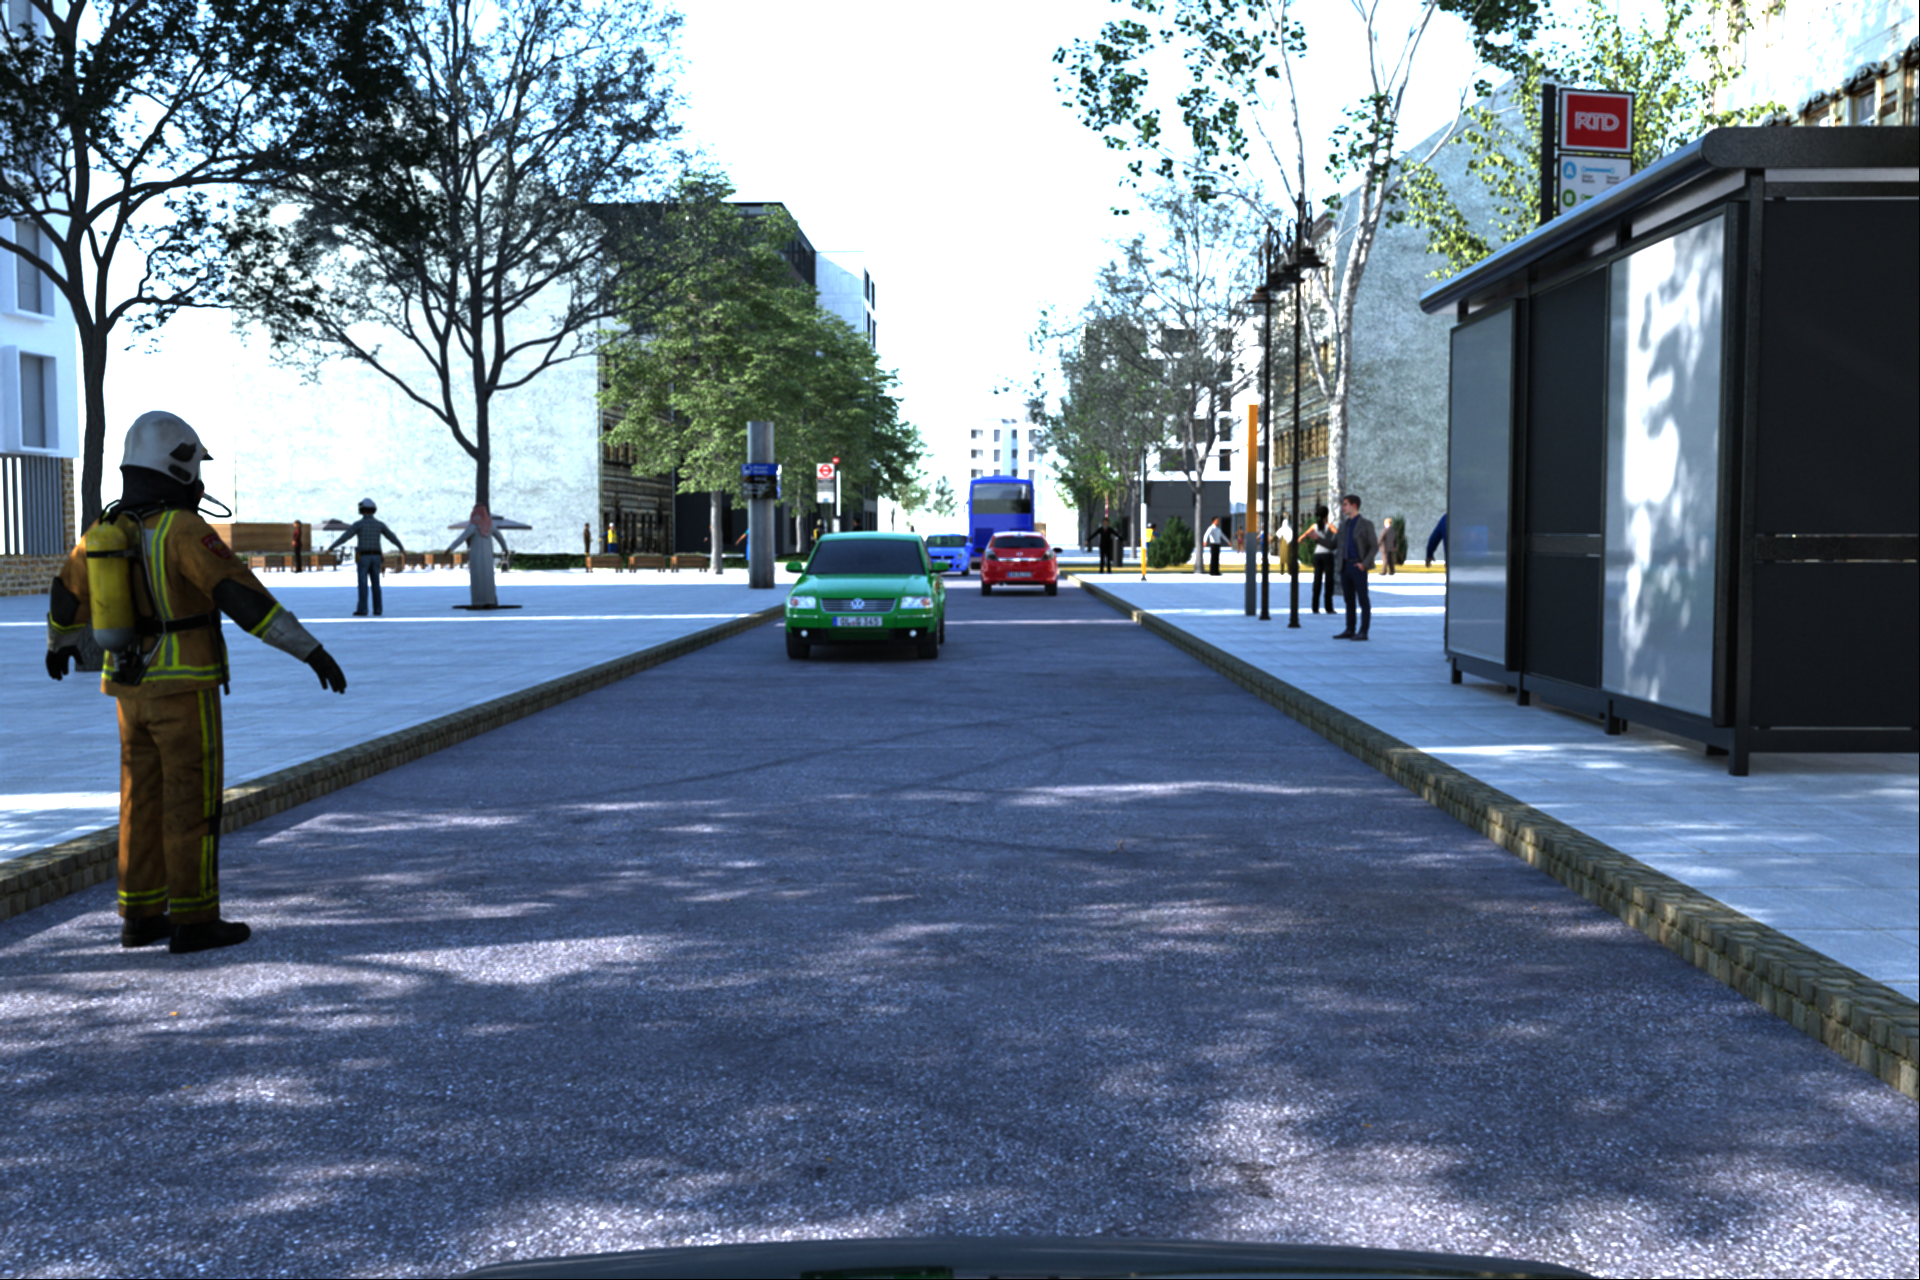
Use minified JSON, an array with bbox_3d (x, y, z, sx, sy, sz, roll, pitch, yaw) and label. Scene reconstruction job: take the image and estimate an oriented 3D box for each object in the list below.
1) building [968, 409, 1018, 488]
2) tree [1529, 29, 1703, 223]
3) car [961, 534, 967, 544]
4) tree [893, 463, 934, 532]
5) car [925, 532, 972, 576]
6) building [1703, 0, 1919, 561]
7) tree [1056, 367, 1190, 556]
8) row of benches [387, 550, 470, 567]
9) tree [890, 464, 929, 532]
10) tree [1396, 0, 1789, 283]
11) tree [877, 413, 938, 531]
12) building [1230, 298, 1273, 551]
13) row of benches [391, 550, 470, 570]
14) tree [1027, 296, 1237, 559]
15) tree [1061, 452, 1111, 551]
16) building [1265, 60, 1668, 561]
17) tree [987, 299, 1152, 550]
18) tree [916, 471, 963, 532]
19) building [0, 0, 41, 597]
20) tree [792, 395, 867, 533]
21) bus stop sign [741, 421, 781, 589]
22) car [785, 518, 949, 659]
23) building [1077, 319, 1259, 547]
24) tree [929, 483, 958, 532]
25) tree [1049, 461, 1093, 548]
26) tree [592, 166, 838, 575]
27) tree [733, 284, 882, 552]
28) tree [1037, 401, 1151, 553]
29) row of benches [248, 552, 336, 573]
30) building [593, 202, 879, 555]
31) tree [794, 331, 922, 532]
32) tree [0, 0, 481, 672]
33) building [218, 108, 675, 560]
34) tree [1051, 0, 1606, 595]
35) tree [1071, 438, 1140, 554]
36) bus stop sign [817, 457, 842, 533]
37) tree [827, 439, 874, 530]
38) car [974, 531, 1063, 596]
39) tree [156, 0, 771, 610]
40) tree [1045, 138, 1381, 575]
[{"bbox_3d":[1.485,-24.044,251.994,11.380,20.090,16.016,0,4,-5],"label":"building"},{"bbox_3d":[26.804,-12.914,67.026,12.611,20.169,13.585,0,3,0],"label":"tree"},{"bbox_3d":[-0.209,-5.169,94.307,2.009,1.686,4.222,0,4,1],"label":"car"},{"bbox_3d":[-5.061,-12.712,158.200,4.360,8.622,3.978,0,3,0],"label":"tree"},{"bbox_3d":[-0.531,-3.089,60.100,1.945,1.707,3.694,0,4,2],"label":"car"},{"bbox_3d":[27.566,-12.414,33.906,19.493,23.208,18.063,0,4,1],"label":"building"},{"bbox_3d":[9.584,-10.773,101.892,9.928,11.665,9.643,0,3,0],"label":"tree"},{"bbox_3d":[-20.652,-3.207,67.899,4.104,0.672,1.422,0,4,7],"label":"row of benches"},{"bbox_3d":[-5.057,-12.993,162.804,4.737,8.622,4.395,0,3,0],"label":"tree"},{"bbox_3d":[7.761,-4.320,20.992,4.737,8.622,4.395,0,3,0],"label":"tree"},{"bbox_3d":[-5.736,-13.651,148.944,9.928,11.665,9.643,0,3,0],"label":"tree"},{"bbox_3d":[27.122,-17.320,139.604,16.016,20.090,11.380,0,4,1],"label":"building"},{"bbox_3d":[-19.204,-2.958,63.819,1.422,0.672,4.104,2,4,28],"label":"row of benches"},{"bbox_3d":[8.911,-10.890,88.429,12.009,13.543,11.850,0,3,0],"label":"tree"},{"bbox_3d":[9.240,-10.934,129.136,4.737,8.622,4.395,0,3,0],"label":"tree"},{"bbox_3d":[26.922,-15.838,89.877,19.493,23.208,18.063,0,4,1],"label":"building"},{"bbox_3d":[8.995,-17.396,140.308,12.611,20.169,13.585,0,3,0],"label":"tree"},{"bbox_3d":[-2.936,-19.580,254.536,7.601,10.594,8.767,0,4,2],"label":"tree"},{"bbox_3d":[-24.583,-10.301,24.842,16.016,20.090,11.380,0,4,0],"label":"building"},{"bbox_3d":[-7.208,-8.517,89.611,4.360,8.622,3.978,0,3,0],"label":"tree"},{"bbox_3d":[-4.667,-3.159,40.672,0.837,3.901,0.837,0,4,0],"label":"bus stop sign"},{"bbox_3d":[-1.098,-0.765,21.302,1.959,1.807,4.718,0,4,1],"label":"car"},{"bbox_3d":[26.139,-20.620,181.103,27.936,21.610,32.646,0,4,1],"label":"building"},{"bbox_3d":[-1.874,-18.192,247.808,4.360,8.622,3.978,0,3,0],"label":"tree"},{"bbox_3d":[10.296,-12.952,162.134,4.737,8.622,4.395,0,3,0],"label":"tree"},{"bbox_3d":[-7.750,-8.343,54.532,7.486,12.596,7.792,0,3,0],"label":"tree"},{"bbox_3d":[-7.120,-9.862,79.377,7.486,12.596,7.792,0,3,0],"label":"tree"},{"bbox_3d":[9.244,-11.932,120.837,9.928,11.665,9.643,0,3,0],"label":"tree"},{"bbox_3d":[-22.854,-2.697,59.555,1.422,0.672,4.104,1,4,15],"label":"row of benches"},{"bbox_3d":[-20.956,-17.086,123.338,27.936,21.610,32.646,0,4,2],"label":"building"},{"bbox_3d":[-5.997,-10.911,96.526,7.486,12.596,7.792,0,3,0],"label":"tree"},{"bbox_3d":[-7.923,-5.002,16.192,8.767,10.594,7.601,3,5,40],"label":"tree"},{"bbox_3d":[-26.792,-16.149,94.971,19.493,23.208,18.063,0,4,2],"label":"building"},{"bbox_3d":[7.989,-11.092,37.239,12.611,20.169,13.585,0,3,0],"label":"tree"},{"bbox_3d":[9.364,-9.931,112.732,4.737,8.622,4.395,0,3,0],"label":"tree"},{"bbox_3d":[-4.499,-4.354,59.896,0.855,3.939,0.416,0,4,1],"label":"bus stop sign"},{"bbox_3d":[-6.769,-9.384,103.796,4.737,8.622,4.395,0,3,0],"label":"tree"},{"bbox_3d":[1.413,-1.999,41.720,2.155,1.783,4.494,0,4,1],"label":"car"},{"bbox_3d":[-8.286,-7.281,29.414,12.009,13.543,11.850,0,3,0],"label":"tree"},{"bbox_3d":[7.545,-8.831,54.760,12.009,13.543,11.850,0,3,0],"label":"tree"}]
